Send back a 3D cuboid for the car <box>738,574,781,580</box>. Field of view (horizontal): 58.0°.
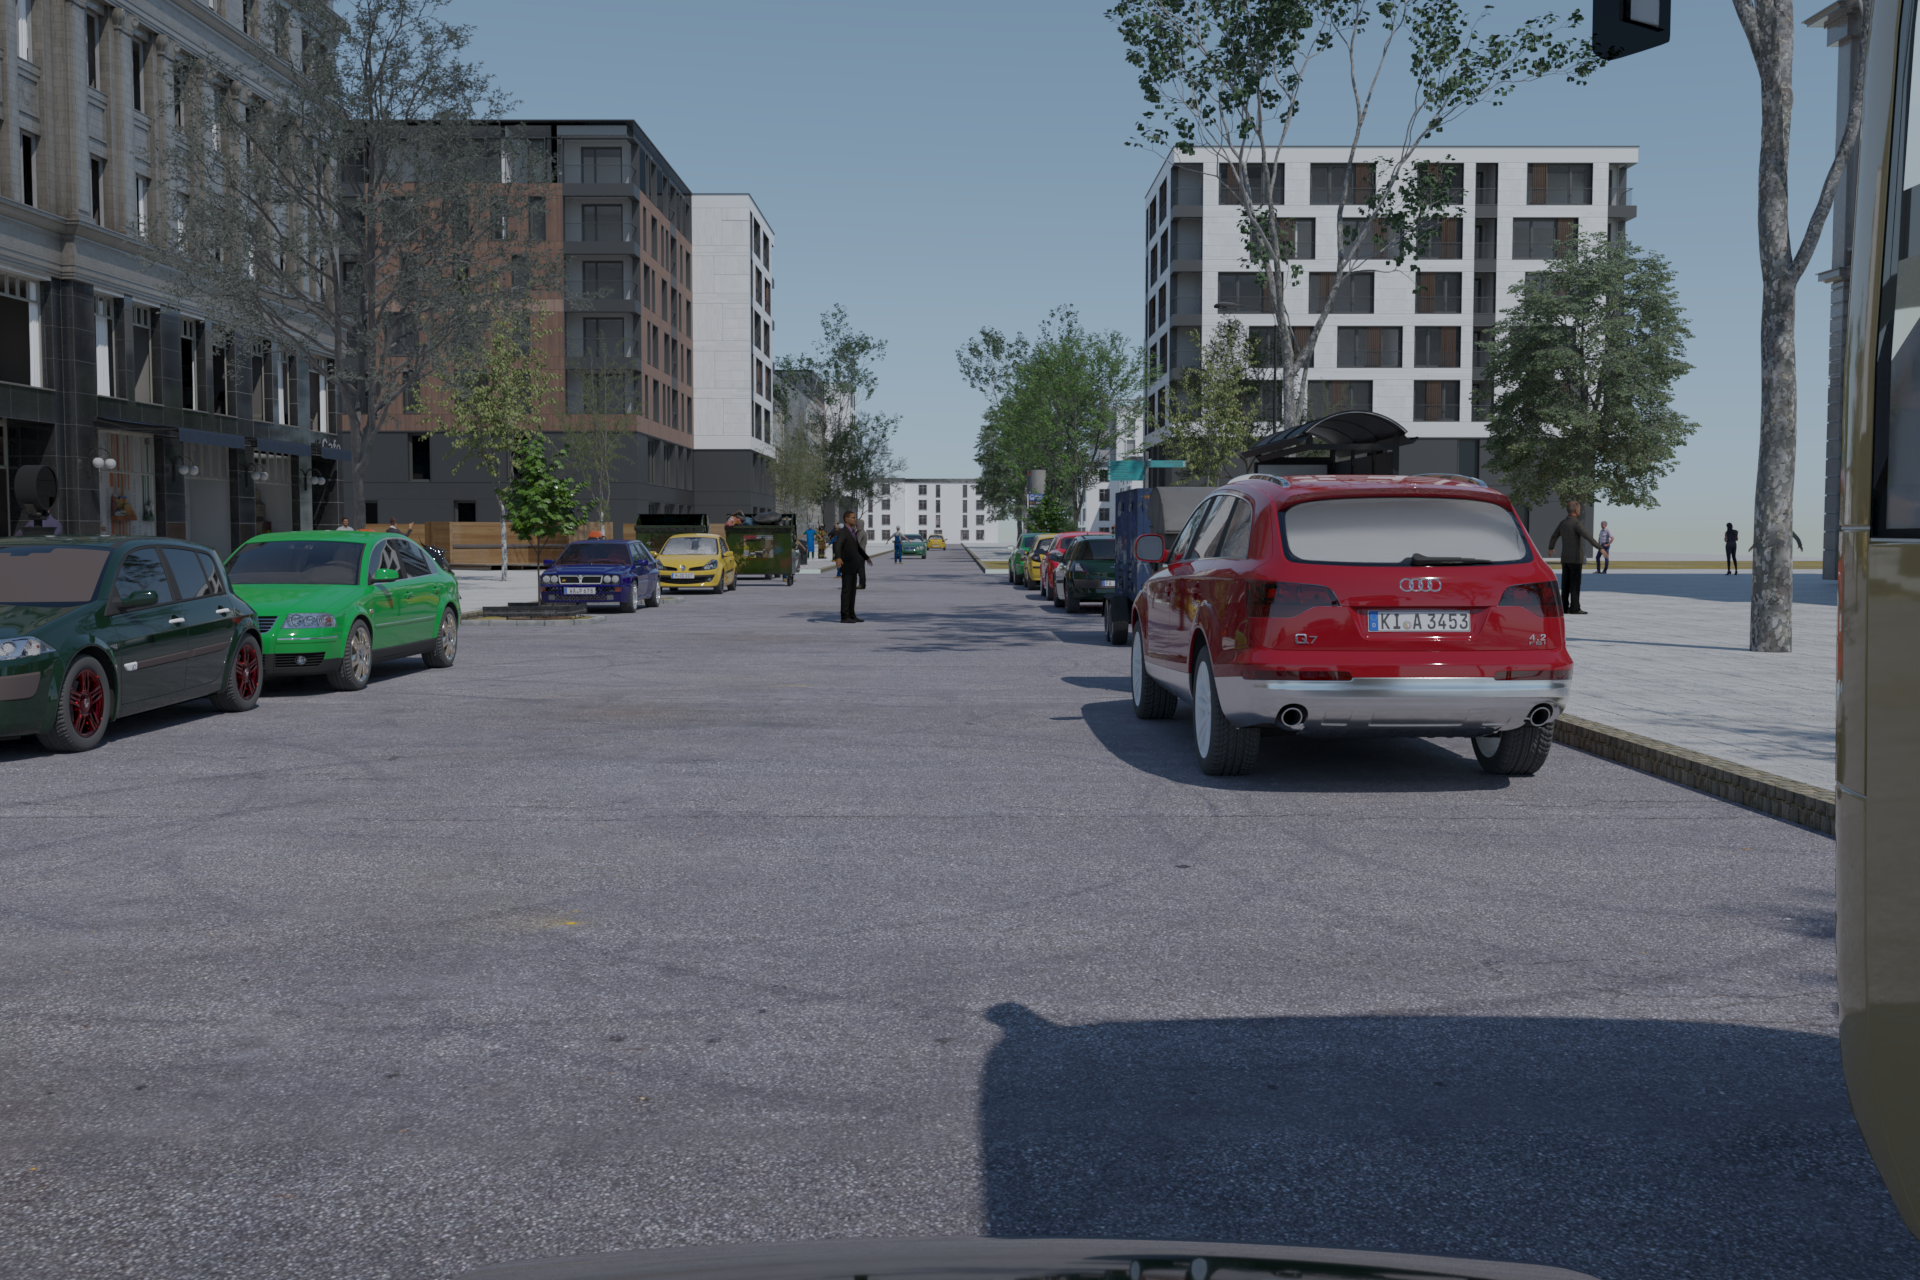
[{"bbox_3d":[-6.715,-2.760,55.345,2.015,1.641,3.980,0,4,0],"label":"car"}]

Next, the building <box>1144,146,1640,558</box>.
[{"bbox_3d":[25.137,-16.134,107.759,27.936,21.610,32.646,0,3,0],"label":"building"}]

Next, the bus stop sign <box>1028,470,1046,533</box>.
[{"bbox_3d":[3.210,-5.026,71.198,0.837,3.901,0.837,0,3,0],"label":"bus stop sign"}]

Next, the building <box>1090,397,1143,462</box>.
[{"bbox_3d":[23.035,-23.360,238.351,16.016,20.090,11.380,0,3,0],"label":"building"}]

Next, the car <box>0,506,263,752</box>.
[{"bbox_3d":[-6.588,-0.172,12.599,2.009,1.686,4.222,0,3,0],"label":"car"}]

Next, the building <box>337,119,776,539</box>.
[{"bbox_3d":[-26.552,-15.782,102.005,27.936,21.610,32.646,0,3,0],"label":"building"}]

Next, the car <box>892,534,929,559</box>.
[{"bbox_3d":[-2.869,-5.423,100.460,2.131,1.459,4.920,0,4,0],"label":"car"}]

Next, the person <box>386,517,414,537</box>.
[{"bbox_3d":[-14.771,-2.377,45.712,0.742,1.727,0.445,-1,4,-10],"label":"person"}]

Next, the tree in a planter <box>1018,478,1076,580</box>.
[{"bbox_3d":[2.772,-3.530,54.935,1.991,3.239,1.994,0,4,0],"label":"tree in a planter"}]

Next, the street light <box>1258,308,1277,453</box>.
[{"bbox_3d":[6.863,-3.810,34.832,1.470,5.913,1.316,0,4,0],"label":"street light"}]

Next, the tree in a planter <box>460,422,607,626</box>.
[{"bbox_3d":[-6.793,-1.873,27.851,1.991,3.239,1.994,0,3,0],"label":"tree in a planter"}]

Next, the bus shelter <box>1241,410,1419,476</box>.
[{"bbox_3d":[6.478,-2.272,31.072,2.014,3.302,5.546,0,3,0],"label":"bus shelter"}]

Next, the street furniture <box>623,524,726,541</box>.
[{"bbox_3d":[-13.439,-4.203,75.577,9.812,1.723,11.010,0,4,-2],"label":"street furniture"}]

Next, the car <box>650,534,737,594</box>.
[{"bbox_3d":[-6.499,-1.969,42.423,2.015,1.641,3.980,0,4,-1],"label":"car"}]

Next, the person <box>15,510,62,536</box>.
[{"bbox_3d":[-13.022,-1.093,24.361,0.568,1.767,0.683,1,4,21],"label":"person"}]

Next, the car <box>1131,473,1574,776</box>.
[{"bbox_3d":[2.407,-0.193,11.827,2.281,1.827,5.304,0,4,-1],"label":"car"}]

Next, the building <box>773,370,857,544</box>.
[{"bbox_3d":[-28.742,-23.703,231.513,27.936,21.610,32.646,0,4,0],"label":"building"}]

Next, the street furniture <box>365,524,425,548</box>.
[{"bbox_3d":[-25.515,-4.338,77.777,9.812,1.723,11.010,0,4,-8],"label":"street furniture"}]

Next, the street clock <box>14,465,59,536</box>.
[{"bbox_3d":[-9.703,-0.837,18.254,0.358,2.002,0.471,0,3,0],"label":"street clock"}]

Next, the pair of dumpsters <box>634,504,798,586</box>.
[{"bbox_3d":[-6.712,-2.620,47.780,4.436,2.255,1.574,0,3,0],"label":"pair of dumpsters"}]

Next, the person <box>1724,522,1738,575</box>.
[{"bbox_3d":[24.033,-2.843,54.000,0.415,1.643,0.593,3,5,44],"label":"person"}]

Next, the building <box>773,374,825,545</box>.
[{"bbox_3d":[-26.428,-22.855,204.610,19.493,23.208,18.063,0,4,1],"label":"building"}]

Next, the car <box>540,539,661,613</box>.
[{"bbox_3d":[-6.753,-1.226,32.628,1.945,1.354,3.894,0,4,0],"label":"car"}]

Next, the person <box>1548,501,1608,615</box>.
[{"bbox_3d":[9.831,-1.319,27.746,0.705,1.807,1.348,-1,4,-20],"label":"person"}]

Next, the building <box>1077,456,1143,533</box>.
[{"bbox_3d":[19.082,-15.814,200.702,9.099,9.664,28.070,0,4,-1],"label":"building"}]

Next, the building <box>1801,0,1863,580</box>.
[{"bbox_3d":[28.087,-11.732,32.472,13.314,22.015,24.055,0,3,0],"label":"building"}]

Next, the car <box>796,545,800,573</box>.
[{"bbox_3d":[-6.780,-3.245,62.844,2.009,1.686,4.222,0,4,0],"label":"car"}]

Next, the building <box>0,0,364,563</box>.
[{"bbox_3d":[-29.671,-16.788,54.080,16.754,29.471,25.880,0,4,0],"label":"building"}]

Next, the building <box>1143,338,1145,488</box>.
[{"bbox_3d":[25.008,-16.831,141.644,16.747,18.905,31.486,0,3,0],"label":"building"}]

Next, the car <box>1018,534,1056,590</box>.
[{"bbox_3d":[2.563,-2.157,45.493,2.015,1.641,3.980,0,3,0],"label":"car"}]

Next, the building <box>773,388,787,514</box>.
[{"bbox_3d":[-28.911,-21.674,185.299,19.493,23.208,18.063,0,4,-1],"label":"building"}]

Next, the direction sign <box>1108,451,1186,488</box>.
[{"bbox_3d":[6.033,-4.080,55.478,2.525,3.948,1.411,0,3,0],"label":"direction sign"}]

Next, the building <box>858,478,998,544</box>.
[{"bbox_3d":[-8.235,-19.151,257.721,28.070,9.664,9.099,0,4,-2],"label":"building"}]

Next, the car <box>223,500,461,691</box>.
[{"bbox_3d":[-6.350,-0.514,17.204,1.959,1.807,4.718,0,4,0],"label":"car"}]

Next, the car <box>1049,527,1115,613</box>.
[{"bbox_3d":[2.725,-1.402,32.711,2.009,1.686,4.222,0,4,-1],"label":"car"}]

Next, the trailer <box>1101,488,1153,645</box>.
[{"bbox_3d":[2.648,-1.002,23.429,1.471,1.999,3.904,0,4,-1],"label":"trailer"}]

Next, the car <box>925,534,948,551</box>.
[{"bbox_3d":[-2.097,-8.686,152.235,2.015,1.641,3.980,0,3,0],"label":"car"}]

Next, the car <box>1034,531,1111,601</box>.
[{"bbox_3d":[2.749,-1.816,38.740,2.155,1.783,4.494,0,3,0],"label":"car"}]

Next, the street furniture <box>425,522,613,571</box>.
[{"bbox_3d":[-15.998,-3.611,65.888,9.812,1.723,11.010,-3,5,-45],"label":"street furniture"}]

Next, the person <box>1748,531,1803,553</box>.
[{"bbox_3d":[16.514,-1.724,35.025,1.217,1.735,0.721,-1,4,-11],"label":"person"}]

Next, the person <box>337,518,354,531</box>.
[{"bbox_3d":[-19.934,-3.062,56.226,1.344,1.810,0.704,-2,4,-35],"label":"person"}]

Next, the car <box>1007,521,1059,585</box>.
[{"bbox_3d":[2.363,-2.520,49.992,1.959,1.807,4.718,0,4,-2],"label":"car"}]

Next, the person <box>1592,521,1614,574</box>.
[{"bbox_3d":[20.841,-3.007,56.138,0.436,1.711,0.756,0,4,-7],"label":"person"}]
